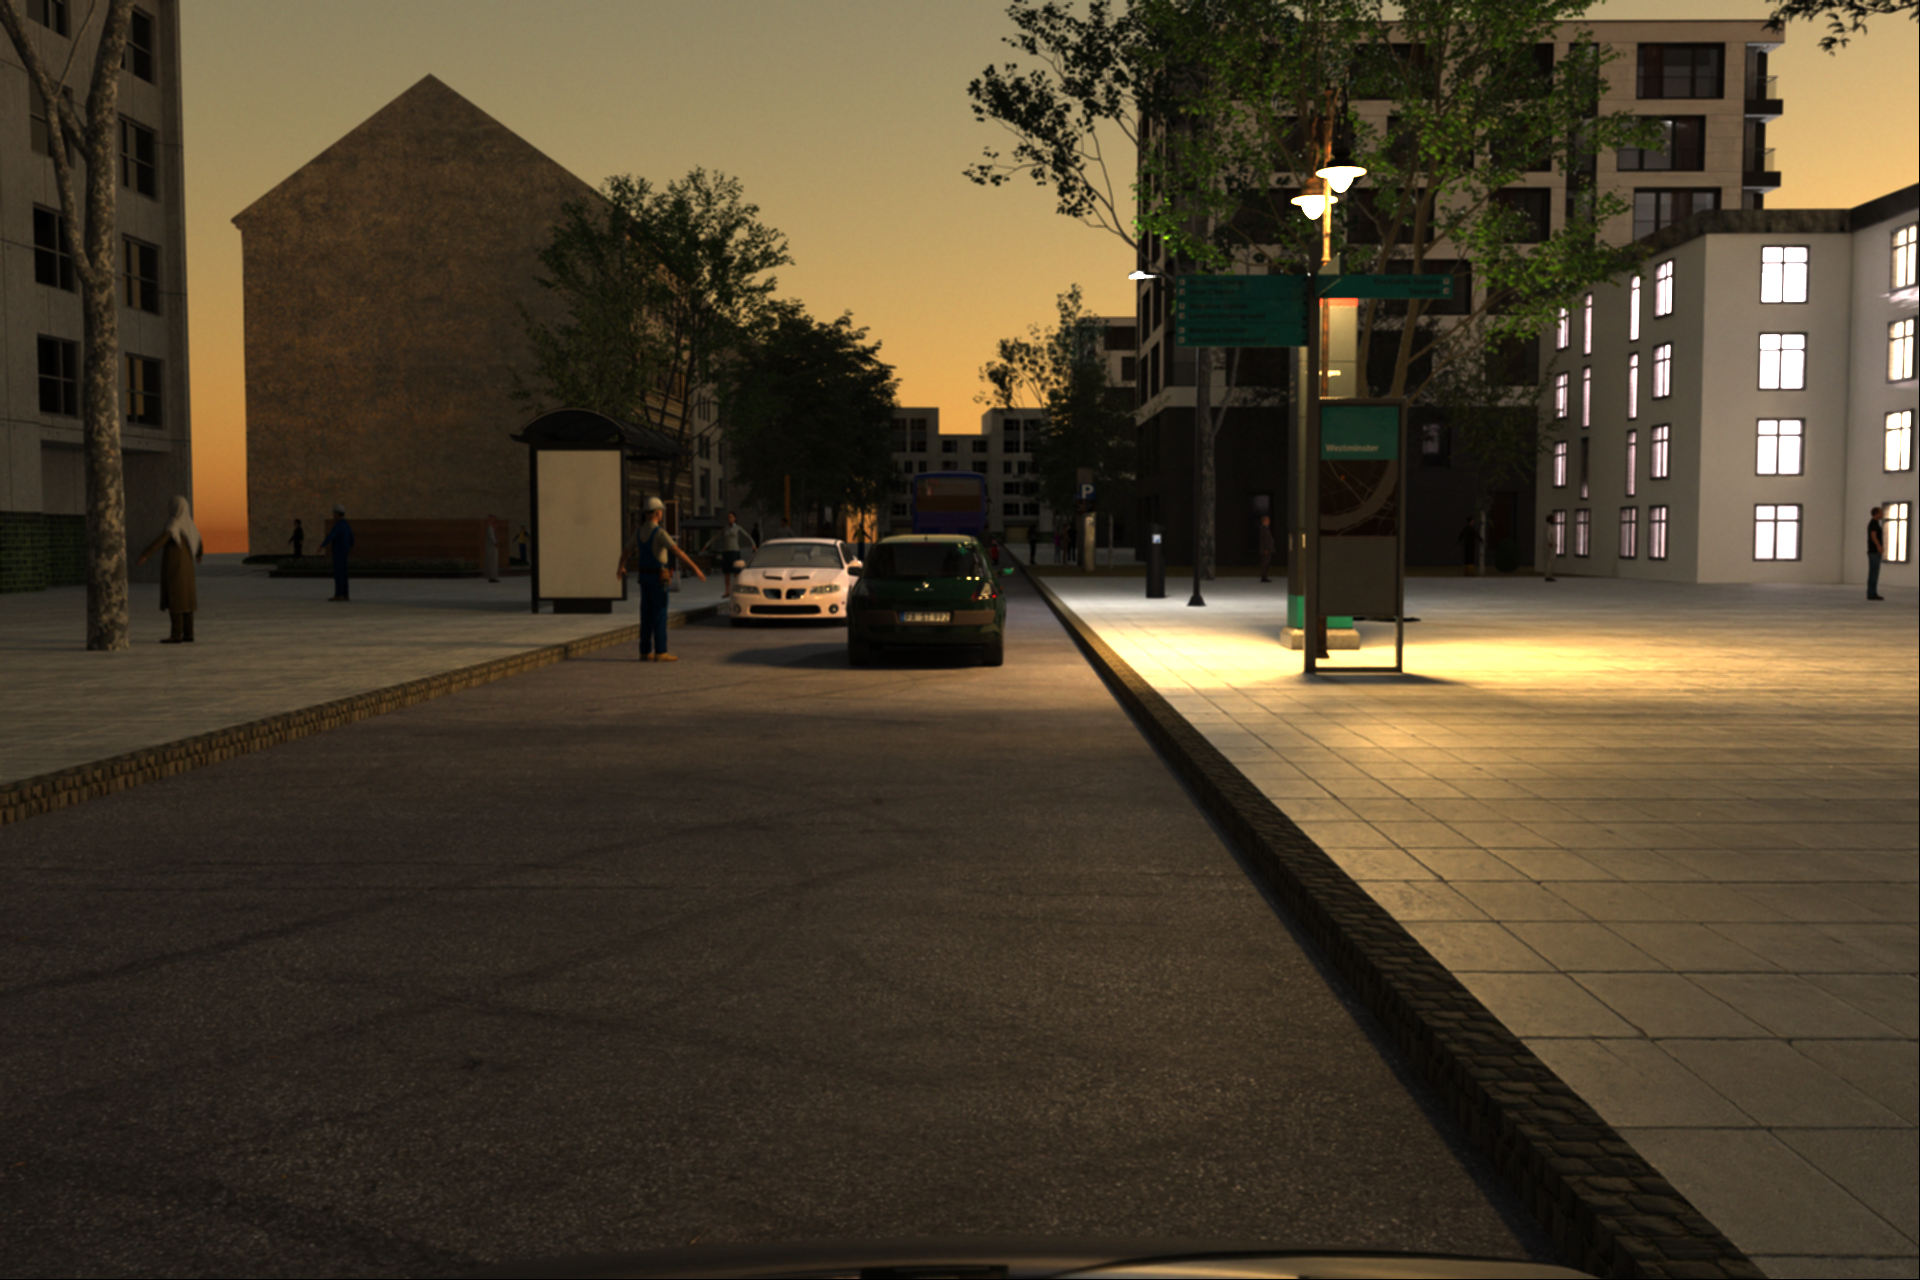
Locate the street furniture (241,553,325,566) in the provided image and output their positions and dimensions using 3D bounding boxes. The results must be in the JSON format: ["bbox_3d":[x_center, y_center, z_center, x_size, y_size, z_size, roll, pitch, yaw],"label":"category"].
[{"bbox_3d":[-24.617,-3.322,69.933,5.734,0.657,10.072,-3,5,-42],"label":"street furniture"}]

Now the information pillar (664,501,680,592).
[{"bbox_3d":[-6.394,-2.078,38.471,0.304,2.012,0.304,0,4,2],"label":"information pillar"}]

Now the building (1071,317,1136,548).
[{"bbox_3d":[25.376,-20.513,179.365,27.936,21.610,32.646,0,4,1],"label":"building"}]

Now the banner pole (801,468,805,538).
[{"bbox_3d":[-5.959,-4.640,65.882,0.401,3.779,0.863,0,4,1],"label":"banner pole"}]

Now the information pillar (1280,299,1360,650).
[{"bbox_3d":[4.040,-1.834,19.360,0.750,3.857,0.750,0,4,1],"label":"information pillar"}]

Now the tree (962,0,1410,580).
[{"bbox_3d":[5.764,-11.686,46.953,12.611,20.169,13.585,0,3,0],"label":"tree"}]

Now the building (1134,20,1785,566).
[{"bbox_3d":[22.439,-14.780,85.630,27.936,21.610,32.646,0,4,1],"label":"building"}]

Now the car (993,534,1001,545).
[{"bbox_3d":[1.973,-7.113,128.098,2.131,1.459,4.920,0,4,1],"label":"car"}]

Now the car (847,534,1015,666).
[{"bbox_3d":[-0.352,-0.640,20.253,2.009,1.686,4.222,0,4,1],"label":"car"}]

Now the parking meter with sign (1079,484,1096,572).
[{"bbox_3d":[4.380,-3.837,58.996,0.543,3.016,1.738,0,4,1],"label":"parking meter with sign"}]

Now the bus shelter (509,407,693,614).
[{"bbox_3d":[-6.130,-2.228,30.350,2.014,3.302,5.546,0,4,1],"label":"bus shelter"}]

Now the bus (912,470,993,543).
[{"bbox_3d":[-0.226,-4.529,65.602,2.896,3.916,12.251,0,4,2],"label":"bus"}]

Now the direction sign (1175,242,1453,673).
[{"bbox_3d":[3.232,-1.630,15.415,2.525,3.948,1.411,0,4,1],"label":"direction sign"}]

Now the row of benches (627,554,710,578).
[{"bbox_3d":[-8.846,-2.254,52.310,1.422,0.672,4.104,1,4,22],"label":"row of benches"}]

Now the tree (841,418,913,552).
[{"bbox_3d":[-7.096,-11.464,121.842,8.767,10.594,7.601,3,5,39],"label":"tree"}]

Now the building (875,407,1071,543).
[{"bbox_3d":[3.780,-23.232,248.755,31.486,18.905,16.747,0,4,-4],"label":"building"}]

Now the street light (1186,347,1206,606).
[{"bbox_3d":[4.756,-3.555,30.670,1.470,5.913,1.316,0,4,1],"label":"street light"}]

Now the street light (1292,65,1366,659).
[{"bbox_3d":[3.736,-2.749,17.735,0.468,5.910,1.993,0,4,1],"label":"street light"}]

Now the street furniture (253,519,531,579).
[{"bbox_3d":[-17.837,-2.837,53.243,9.812,1.723,11.010,1,4,12],"label":"street furniture"}]

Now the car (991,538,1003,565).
[{"bbox_3d":[0.933,-4.437,81.582,2.155,1.783,4.494,0,4,1],"label":"car"}]

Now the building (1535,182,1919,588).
[{"bbox_3d":[23.730,-6.289,44.972,9.099,9.664,28.070,0,4,1],"label":"building"}]

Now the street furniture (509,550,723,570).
[{"bbox_3d":[-13.343,-3.019,64.989,10.072,0.657,5.734,1,4,8],"label":"street furniture"}]

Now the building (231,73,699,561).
[{"bbox_3d":[-25.085,-15.985,92.280,19.493,23.208,18.063,0,4,1],"label":"building"}]

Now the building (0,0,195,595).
[{"bbox_3d":[-28.748,-9.972,29.498,16.747,18.905,31.486,0,4,1],"label":"building"}]

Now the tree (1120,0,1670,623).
[{"bbox_3d":[6.107,-6.077,25.120,9.928,11.665,9.643,0,3,0],"label":"tree"}]

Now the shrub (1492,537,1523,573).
[{"bbox_3d":[18.192,-2.841,57.566,1.383,1.207,1.383,0,3,0],"label":"shrub"}]

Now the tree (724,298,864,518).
[{"bbox_3d":[-8.120,-10.132,83.785,7.486,12.596,7.792,0,3,0],"label":"tree"}]

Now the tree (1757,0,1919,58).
[{"bbox_3d":[6.227,-4.453,7.220,8.767,10.594,7.601,3,5,41],"label":"tree"}]

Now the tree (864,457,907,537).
[{"bbox_3d":[-6.781,-12.390,152.940,4.737,8.622,4.395,0,3,0],"label":"tree"}]

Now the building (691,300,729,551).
[{"bbox_3d":[-27.575,-15.841,125.458,16.747,18.905,31.486,0,4,1],"label":"building"}]

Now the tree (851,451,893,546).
[{"bbox_3d":[-7.190,-11.653,140.891,4.360,8.622,3.978,0,3,0],"label":"tree"}]

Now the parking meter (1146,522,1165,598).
[{"bbox_3d":[3.917,-1.606,34.675,0.372,1.533,0.369,0,3,0],"label":"parking meter"}]

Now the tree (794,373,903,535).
[{"bbox_3d":[-7.737,-11.207,108.989,9.928,11.665,9.643,0,3,0],"label":"tree"}]

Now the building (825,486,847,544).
[{"bbox_3d":[-24.704,-23.946,222.451,19.493,23.208,18.063,0,4,2],"label":"building"}]

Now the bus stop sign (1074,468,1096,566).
[{"bbox_3d":[4.996,-4.895,69.053,0.837,3.901,0.837,0,4,1],"label":"bus stop sign"}]

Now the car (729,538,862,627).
[{"bbox_3d":[-2.593,-0.978,28.354,2.083,1.381,4.827,0,4,1],"label":"car"}]

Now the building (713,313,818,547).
[{"bbox_3d":[-23.980,-21.016,174.543,19.493,23.208,18.063,0,4,2],"label":"building"}]
